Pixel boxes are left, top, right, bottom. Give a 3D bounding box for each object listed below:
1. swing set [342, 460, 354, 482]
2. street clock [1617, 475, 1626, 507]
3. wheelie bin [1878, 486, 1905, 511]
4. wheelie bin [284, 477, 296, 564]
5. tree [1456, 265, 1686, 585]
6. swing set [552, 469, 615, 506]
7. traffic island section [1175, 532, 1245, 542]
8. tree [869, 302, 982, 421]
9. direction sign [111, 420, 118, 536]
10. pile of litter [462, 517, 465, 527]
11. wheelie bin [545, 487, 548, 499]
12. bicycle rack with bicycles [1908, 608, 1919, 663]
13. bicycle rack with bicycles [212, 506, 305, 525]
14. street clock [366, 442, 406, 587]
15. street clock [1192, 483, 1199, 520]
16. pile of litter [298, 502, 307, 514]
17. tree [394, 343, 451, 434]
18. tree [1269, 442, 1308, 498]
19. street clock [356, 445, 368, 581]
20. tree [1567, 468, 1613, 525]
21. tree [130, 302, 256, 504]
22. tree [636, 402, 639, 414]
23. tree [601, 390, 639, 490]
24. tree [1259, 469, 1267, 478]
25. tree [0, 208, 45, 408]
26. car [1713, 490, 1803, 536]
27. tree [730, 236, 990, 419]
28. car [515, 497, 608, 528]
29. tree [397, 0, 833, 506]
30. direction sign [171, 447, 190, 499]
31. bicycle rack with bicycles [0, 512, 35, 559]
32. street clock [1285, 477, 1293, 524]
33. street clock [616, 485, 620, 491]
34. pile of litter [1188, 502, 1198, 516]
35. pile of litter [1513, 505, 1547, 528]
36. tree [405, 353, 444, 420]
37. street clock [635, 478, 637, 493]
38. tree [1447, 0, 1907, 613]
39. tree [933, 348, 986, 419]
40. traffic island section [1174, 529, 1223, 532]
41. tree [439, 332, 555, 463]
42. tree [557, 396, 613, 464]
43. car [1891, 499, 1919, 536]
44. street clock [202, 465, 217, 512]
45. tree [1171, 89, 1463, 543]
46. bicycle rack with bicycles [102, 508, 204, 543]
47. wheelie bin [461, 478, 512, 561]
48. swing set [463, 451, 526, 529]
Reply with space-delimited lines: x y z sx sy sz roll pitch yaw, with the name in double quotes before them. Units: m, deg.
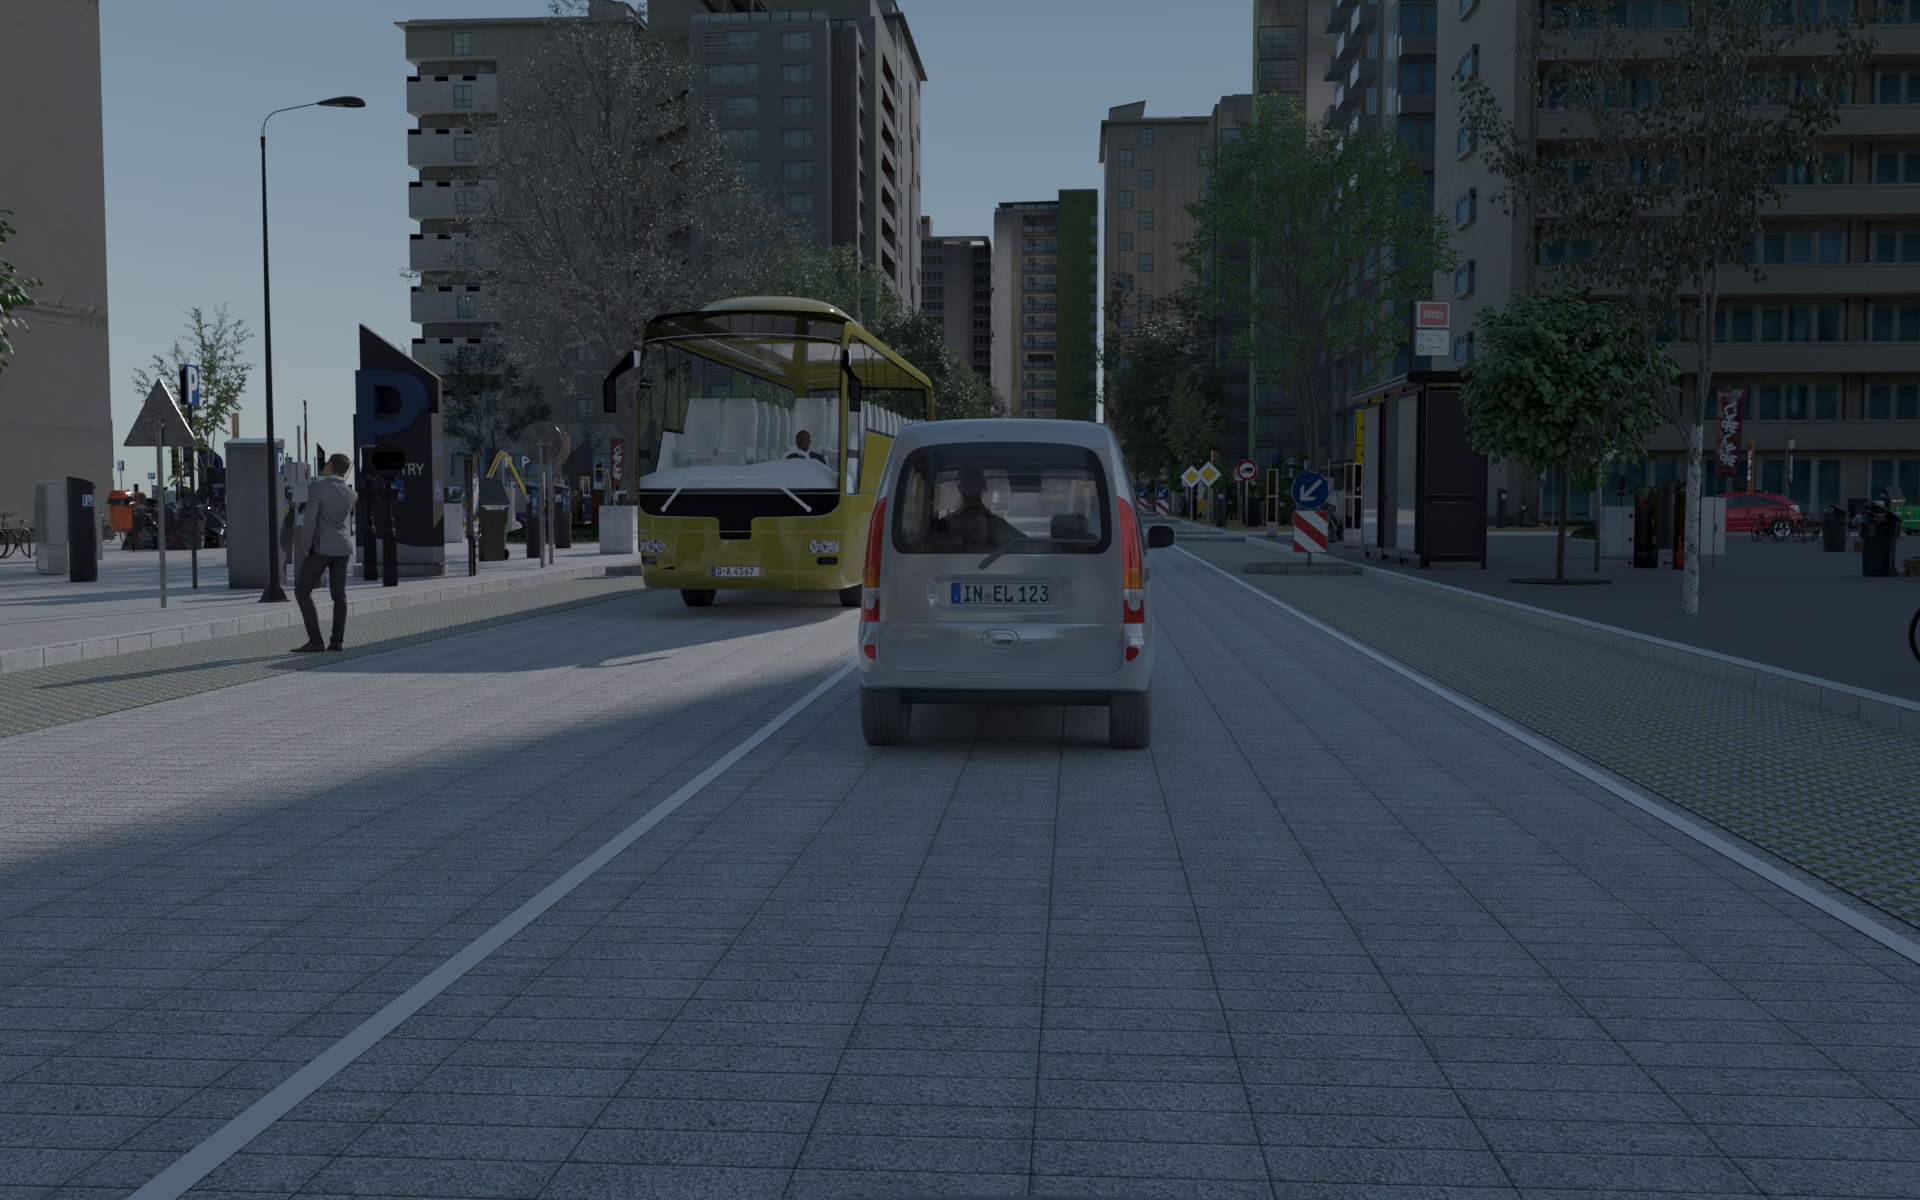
"swing set" -26.910 -4.870 77.248 2.862 2.851 3.119 -1 4 -22
"street clock" 25.194 -3.756 65.982 0.358 2.002 0.471 1 4 10
"wheelie bin" 35.582 -3.567 66.221 0.980 1.594 0.693 -1 4 -9
"wheelie bin" -12.580 -1.449 31.604 0.980 1.594 0.693 1 4 13
"tree" 8.678 -2.521 24.934 4.285 4.588 4.351 0 3 0
"swing set" -22.866 -6.649 106.333 3.119 2.851 2.862 -2 4 -35
"traffic island section" 7.632 -1.888 53.150 2.009 0.180 2.903 0 4 4
"tree" -3.262 -11.433 103.933 9.611 12.733 9.660 0 3 0
"direction sign" -26.081 -3.736 53.076 0.379 3.537 0.876 -3 5 -43
"pile of litter" -19.843 -3.237 66.883 1.176 0.858 1.719 3 5 40
"wheelie bin" -17.985 -4.079 74.605 0.693 1.594 0.980 -3 5 -41
"bicycle rack with bicycles" 8.440 0.083 12.033 2.925 0.926 2.852 3 4 38
"bicycle rack with bicycles" -16.518 -1.830 43.300 2.852 0.926 2.925 1 4 10
"street clock" -7.928 -1.191 24.046 0.471 2.002 0.358 -2 4 -24
"street clock" 11.531 -4.911 84.870 0.358 2.002 0.471 1 4 15
"pile of litter" -42.125 -5.925 110.841 1.719 0.858 1.176 2 4 25
"tree" -26.546 -8.161 83.793 4.737 8.622 4.395 0 3 0
"tree" 21.241 -7.729 110.087 4.285 4.588 4.351 0 3 0
"street clock" -8.738 -1.287 25.615 0.358 2.002 0.471 -2 4 -24
"tree" 23.309 -4.222 63.631 1.663 3.219 1.824 0 3 0
"tree" -28.861 -7.070 65.951 4.737 8.622 4.395 0 3 0
"tree" -15.673 -8.799 94.220 4.360 8.622 3.978 0 3 0
"tree" -21.390 -10.091 115.355 4.737 8.622 4.395 0 3 0
"tree" 23.087 -8.305 130.392 1.663 3.219 1.824 0 3 0
"tree" -9.379 -1.877 14.396 4.285 4.588 4.351 0 3 0
"car" 25.105 -2.914 56.680 4.494 1.783 2.155 0 4 6
"tree" -5.760 -8.741 68.665 9.928 11.665 9.643 0 3 0
"car" -13.623 -2.812 58.549 3.894 1.354 1.945 0 4 3
"tree" -8.125 -8.047 41.945 12.009 13.543 11.850 0 3 0
"direction sign" -35.577 -5.332 79.172 0.876 3.537 0.379 0 4 -1
"bicycle rack with bicycles" -19.517 -1.269 34.137 2.852 0.926 2.925 2 4 25
"street clock" 14.101 -4.277 74.503 0.471 2.002 0.358 3 4 38
"street clock" -24.653 -7.318 124.223 0.358 2.002 0.471 2 4 29
"pile of litter" 13.422 -5.231 99.488 1.719 0.858 1.176 -2 4 -35
"pile of litter" 22.008 -3.238 66.900 1.176 0.858 1.719 0 4 3
"tree" -28.439 -8.498 89.305 4.360 8.622 3.978 0 3 0
"street clock" -13.301 -4.132 72.133 0.471 2.002 0.358 0 4 -1
"tree" 7.731 -4.175 18.619 4.360 8.622 3.978 0 3 0
"tree" -1.077 -13.222 134.310 7.486 12.596 7.792 0 3 0
"traffic island section" 8.180 -2.375 61.116 2.009 0.180 2.903 0 4 4
"tree" -26.919 -10.071 99.065 8.767 10.594 7.601 1 4 9
"tree" -28.027 -10.922 128.944 4.360 8.622 3.978 0 3 0
"car" 32.489 -2.868 55.688 4.718 1.807 1.959 0 4 5
"street clock" -18.913 -2.391 43.670 0.358 2.002 0.471 -3 4 -38
"tree" 9.204 -7.327 45.558 9.928 11.665 9.643 0 3 0
"bicycle rack with bicycles" -21.752 -1.925 44.863 2.852 0.926 2.925 0 4 4
"wheelie bin" -9.130 -1.552 33.285 0.693 1.594 0.980 3 5 44
"swing set" -16.970 -4.084 64.387 2.862 2.851 3.119 -1 4 -13
